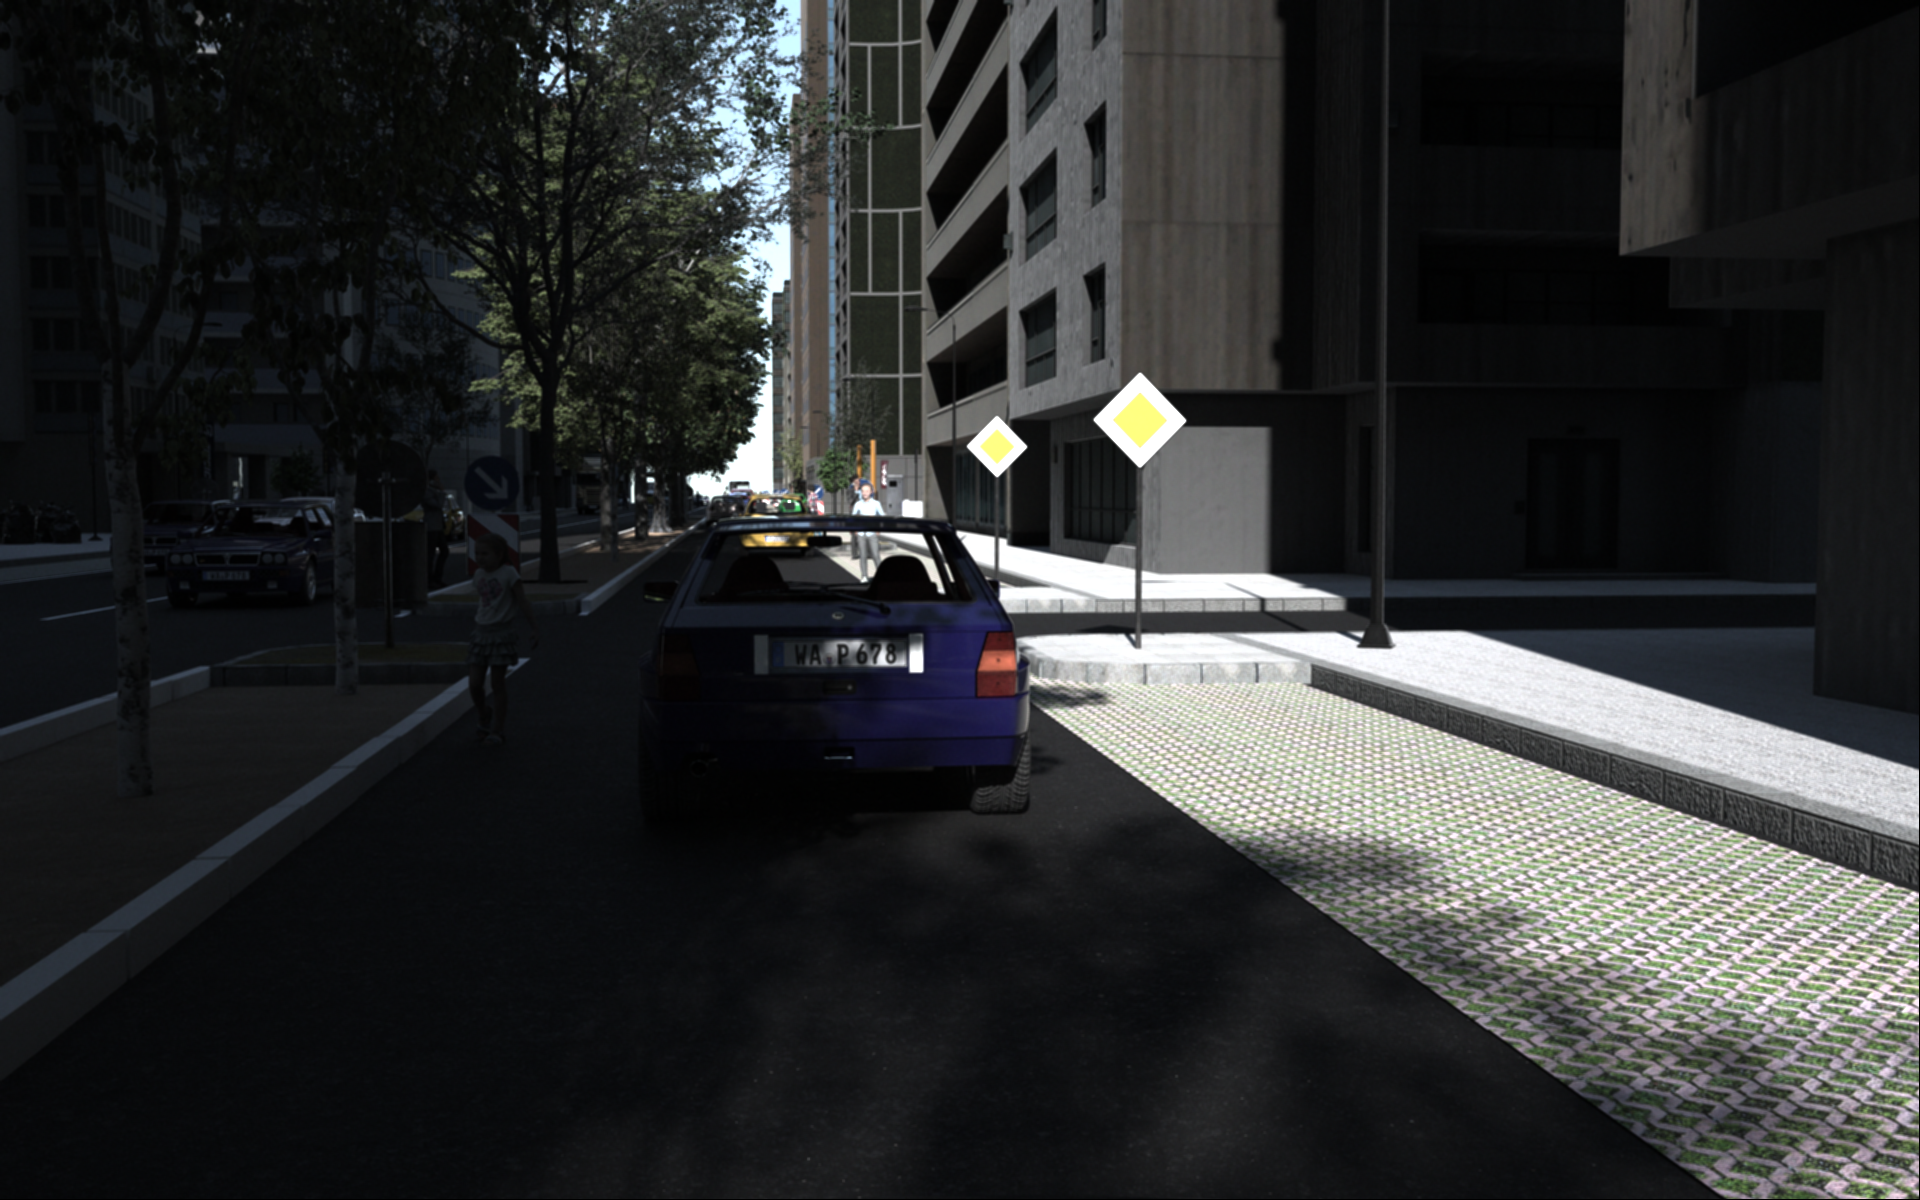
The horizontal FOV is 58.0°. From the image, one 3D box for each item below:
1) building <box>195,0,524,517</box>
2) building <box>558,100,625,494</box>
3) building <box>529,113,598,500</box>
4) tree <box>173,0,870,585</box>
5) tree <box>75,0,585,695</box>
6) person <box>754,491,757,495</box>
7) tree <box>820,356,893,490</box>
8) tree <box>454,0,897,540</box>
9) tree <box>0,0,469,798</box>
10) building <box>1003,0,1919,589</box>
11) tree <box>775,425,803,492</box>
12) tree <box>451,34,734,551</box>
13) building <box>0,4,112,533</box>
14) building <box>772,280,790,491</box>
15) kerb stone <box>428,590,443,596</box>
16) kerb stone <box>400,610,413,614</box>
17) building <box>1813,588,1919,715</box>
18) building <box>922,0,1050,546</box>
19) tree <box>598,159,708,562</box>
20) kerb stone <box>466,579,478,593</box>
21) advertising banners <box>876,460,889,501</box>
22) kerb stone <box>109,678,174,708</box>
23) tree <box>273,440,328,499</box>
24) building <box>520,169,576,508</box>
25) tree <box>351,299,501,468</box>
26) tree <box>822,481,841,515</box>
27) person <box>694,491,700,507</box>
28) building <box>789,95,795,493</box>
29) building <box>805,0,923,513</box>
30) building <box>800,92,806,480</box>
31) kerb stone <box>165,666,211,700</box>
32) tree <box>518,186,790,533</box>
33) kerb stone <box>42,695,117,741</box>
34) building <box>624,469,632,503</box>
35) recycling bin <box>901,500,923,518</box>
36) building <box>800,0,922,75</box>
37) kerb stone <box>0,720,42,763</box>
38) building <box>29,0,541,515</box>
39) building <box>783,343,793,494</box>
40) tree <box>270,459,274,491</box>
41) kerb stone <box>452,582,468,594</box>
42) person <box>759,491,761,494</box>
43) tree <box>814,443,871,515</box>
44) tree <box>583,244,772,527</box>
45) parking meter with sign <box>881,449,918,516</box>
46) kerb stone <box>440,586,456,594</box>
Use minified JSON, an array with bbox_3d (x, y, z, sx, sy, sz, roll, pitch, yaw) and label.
[{"bbox_3d":[-39.681,-34.510,106.241,21.231,58.520,28.212,0,4,-7],"label":"building"},{"bbox_3d":[-53.426,-36.163,214.968,21.300,48.544,21.600,0,4,-7],"label":"building"},{"bbox_3d":[-50.883,-32.746,190.017,22.147,44.769,28.867,0,4,-7],"label":"building"},{"bbox_3d":[-6.620,-7.011,27.453,12.009,13.543,11.850,0,3,0],"label":"tree"},{"bbox_3d":[-4.435,-3.638,12.308,4.737,8.622,4.395,0,3,0],"label":"tree"},{"bbox_3d":[-26.670,-13.305,226.054,1.348,1.823,0.705,0,4,-3],"label":"person"},{"bbox_3d":[-5.697,-8.705,92.687,4.360,8.622,3.978,0,3,0],"label":"tree"},{"bbox_3d":[-8.565,-11.871,52.438,12.611,20.169,13.585,0,3,0],"label":"tree"},{"bbox_3d":[-3.854,-3.357,7.704,4.360,8.622,3.978,0,3,0],"label":"tree"},{"bbox_3d":[8.723,-15.836,30.613,14.107,30.474,14.160,0,4,-7],"label":"building"},{"bbox_3d":[-17.089,-14.039,179.900,4.737,8.622,4.395,0,3,0],"label":"tree"},{"bbox_3d":[-8.617,-7.454,42.453,7.486,12.596,7.792,0,3,0],"label":"tree"},{"bbox_3d":[-40.987,-22.494,59.659,32.217,40.220,23.993,0,4,-7],"label":"building"},{"bbox_3d":[-19.872,-29.131,247.991,14.160,30.474,14.107,0,4,-7],"label":"building"},{"bbox_3d":[-6.781,0.004,22.128,0.120,0.150,1.000,0,4,-7],"label":"kerb stone"},{"bbox_3d":[-6.664,0.070,21.110,0.120,0.150,1.000,0,4,-7],"label":"kerb stone"},{"bbox_3d":[11.089,-14.445,7.874,14.160,30.474,14.107,0,4,-7],"label":"building"},{"bbox_3d":[10.530,-26.242,52.767,21.300,48.544,21.600,0,4,-7],"label":"building"},{"bbox_3d":[-7.200,-5.079,35.864,4.360,8.622,3.978,0,3,0],"label":"tree"},{"bbox_3d":[-7.180,-0.179,25.199,0.120,0.150,1.000,0,4,-7],"label":"kerb stone"},{"bbox_3d":[-4.445,-5.678,89.026,2.074,3.025,0.090,-3,5,-44],"label":"advertising banners"},{"bbox_3d":[-5.430,0.658,11.432,0.120,0.150,1.000,0,4,-7],"label":"kerb stone"},{"bbox_3d":[-23.548,-4.138,62.260,1.663,3.219,1.824,0,3,0],"label":"tree"},{"bbox_3d":[-41.844,-23.308,152.789,14.160,30.474,14.107,0,4,-7],"label":"building"},{"bbox_3d":[-26.137,-9.136,83.788,8.767,10.594,7.601,1,4,8],"label":"tree"},{"bbox_3d":[-8.068,-6.970,108.555,1.663,3.219,1.824,0,3,0],"label":"tree"},{"bbox_3d":[-28.861,-11.119,190.380,0.705,1.814,1.350,-2,4,-34],"label":"person"},{"bbox_3d":[-11.615,-33.086,191.072,14.600,45.320,14.200,0,4,-7],"label":"building"},{"bbox_3d":[-0.130,-41.637,119.011,20.563,71.187,20.611,0,4,-7],"label":"building"},{"bbox_3d":[-3.312,-30.859,159.169,22.147,44.769,28.867,0,4,-7],"label":"building"},{"bbox_3d":[-5.553,0.600,12.450,0.120,0.150,1.000,0,4,-7],"label":"kerb stone"},{"bbox_3d":[-11.086,-8.819,63.661,9.611,12.733,9.660,0,3,0],"label":"tree"},{"bbox_3d":[-5.309,0.722,10.417,0.120,0.150,1.000,0,4,-7],"label":"kerb stone"},{"bbox_3d":[-52.379,-28.355,235.300,14.160,30.474,14.107,0,4,-7],"label":"building"},{"bbox_3d":[-1.698,-2.962,60.990,0.722,1.027,0.722,0,4,-8],"label":"recycling bin"},{"bbox_3d":[-5.377,-29.793,137.226,14.600,45.320,14.200,0,4,-7],"label":"building"},{"bbox_3d":[-5.174,0.782,9.404,0.120,0.150,1.000,0,4,-7],"label":"kerb stone"},{"bbox_3d":[-48.439,-26.916,131.955,32.217,40.220,23.993,0,4,-7],"label":"building"},{"bbox_3d":[-7.630,-22.565,213.983,27.650,21.520,28.899,0,4,-7],"label":"building"},{"bbox_3d":[-32.165,-5.362,82.263,1.663,3.219,1.824,0,3,0],"label":"tree"},{"bbox_3d":[-7.047,-0.121,24.174,0.120,0.150,1.000,0,4,-7],"label":"kerb stone"},{"bbox_3d":[-19.327,-9.730,168.108,1.217,1.766,0.721,1,4,22],"label":"person"},{"bbox_3d":[-7.025,-7.345,103.811,4.285,4.588,4.351,0,3,0],"label":"tree"},{"bbox_3d":[-12.239,-10.088,74.050,9.857,13.997,8.962,0,3,0],"label":"tree"},{"bbox_3d":[-2.514,-4.317,66.846,1.738,3.016,0.543,0,4,1],"label":"parking meter with sign"},{"bbox_3d":[-6.916,-0.056,23.152,0.120,0.150,1.000,0,4,-7],"label":"kerb stone"}]
